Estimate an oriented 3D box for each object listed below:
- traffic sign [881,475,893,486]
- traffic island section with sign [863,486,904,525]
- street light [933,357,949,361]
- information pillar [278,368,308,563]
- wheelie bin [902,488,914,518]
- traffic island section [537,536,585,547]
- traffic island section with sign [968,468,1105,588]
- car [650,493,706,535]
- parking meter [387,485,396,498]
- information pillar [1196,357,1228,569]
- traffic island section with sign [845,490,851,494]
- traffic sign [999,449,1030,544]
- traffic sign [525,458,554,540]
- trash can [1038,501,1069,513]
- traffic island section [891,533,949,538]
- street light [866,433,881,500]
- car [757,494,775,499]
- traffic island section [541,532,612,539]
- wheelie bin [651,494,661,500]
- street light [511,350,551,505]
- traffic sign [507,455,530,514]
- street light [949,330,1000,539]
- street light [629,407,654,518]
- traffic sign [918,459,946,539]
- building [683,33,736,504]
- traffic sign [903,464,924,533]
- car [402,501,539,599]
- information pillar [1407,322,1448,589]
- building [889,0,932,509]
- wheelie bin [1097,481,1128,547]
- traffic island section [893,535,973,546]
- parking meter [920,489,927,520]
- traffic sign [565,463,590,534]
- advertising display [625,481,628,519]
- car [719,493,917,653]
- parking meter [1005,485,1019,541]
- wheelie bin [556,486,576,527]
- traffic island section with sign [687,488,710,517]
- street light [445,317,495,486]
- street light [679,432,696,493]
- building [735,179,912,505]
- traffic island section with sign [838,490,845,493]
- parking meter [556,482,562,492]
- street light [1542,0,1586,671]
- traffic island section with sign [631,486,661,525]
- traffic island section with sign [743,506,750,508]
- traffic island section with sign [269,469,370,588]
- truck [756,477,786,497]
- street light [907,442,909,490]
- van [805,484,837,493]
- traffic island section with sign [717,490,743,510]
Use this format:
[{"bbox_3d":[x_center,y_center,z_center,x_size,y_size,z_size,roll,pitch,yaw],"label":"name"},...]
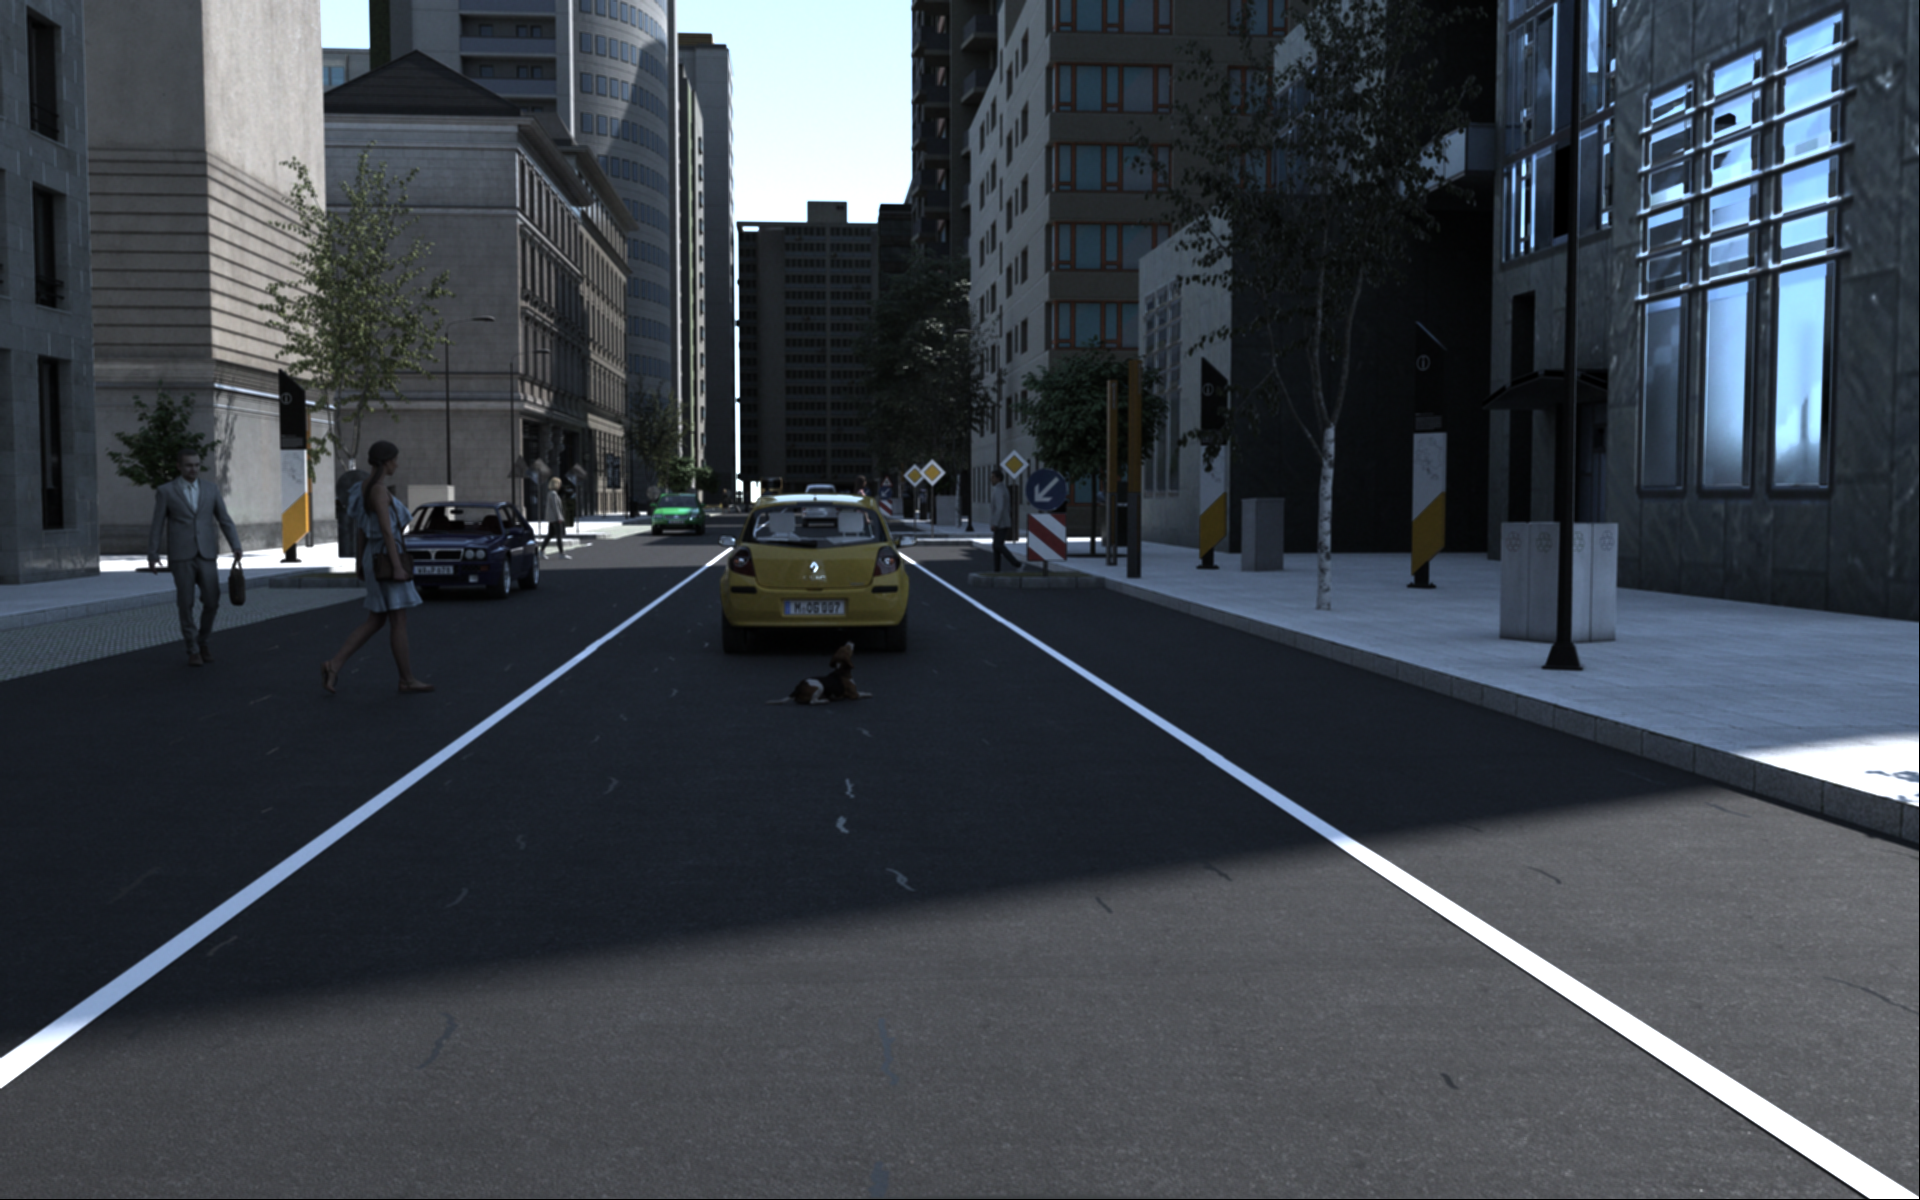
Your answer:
[{"bbox_3d":[-5.003,-7.250,118.536,0.884,2.594,0.081,0,4,-1],"label":"traffic sign"},{"bbox_3d":[-3.681,-4.497,82.148,1.989,1.847,2.006,0,4,-5],"label":"traffic island section with sign"},{"bbox_3d":[-0.205,-5.285,58.945,1.470,5.913,1.316,0,4,-5],"label":"street light"},{"bbox_3d":[-12.449,-2.506,32.331,0.504,3.616,0.183,0,4,5],"label":"information pillar"},{"bbox_3d":[-2.726,-5.158,92.235,0.693,1.594,0.980,0,4,8],"label":"wheelie bin"},{"bbox_3d":[-11.711,-1.584,48.183,2.009,0.180,2.903,0,4,-5],"label":"traffic island section"},{"bbox_3d":[1.155,-1.148,27.400,1.989,1.847,2.006,0,4,-5],"label":"traffic island section with sign"},{"bbox_3d":[-9.998,-3.227,61.564,1.959,1.807,4.718,0,4,-7],"label":"car"},{"bbox_3d":[-15.212,-2.307,46.128,0.372,1.533,0.369,0,3,0],"label":"parking meter"},{"bbox_3d":[4.308,-2.333,29.503,0.504,3.616,0.183,3,4,39],"label":"information pillar"},{"bbox_3d":[-6.068,-6.156,109.276,1.989,1.847,2.006,0,4,-5],"label":"traffic island section with sign"},{"bbox_3d":[1.391,-2.646,44.448,0.795,2.450,0.064,0,4,-1],"label":"traffic sign"},{"bbox_3d":[-11.688,-2.721,48.123,0.795,2.450,0.064,0,4,-5],"label":"traffic sign"},{"bbox_3d":[2.034,-1.621,38.153,0.748,1.137,0.748,0,3,0],"label":"trash can"},{"bbox_3d":[-1.464,-2.129,57.095,2.009,0.180,2.903,0,4,-5],"label":"traffic island section"},{"bbox_3d":[-6.600,-9.751,131.967,1.470,5.913,1.316,0,4,-5],"label":"street light"},{"bbox_3d":[-17.840,-9.316,161.359,2.155,1.783,4.494,0,4,-7],"label":"car"},{"bbox_3d":[-12.413,-2.071,56.137,2.009,0.180,2.903,0,4,-5],"label":"traffic island section"},{"bbox_3d":[-18.711,-6.048,106.789,0.693,1.594,0.980,0,4,6],"label":"wheelie bin"},{"bbox_3d":[-13.854,-5.090,55.766,1.470,5.913,1.316,0,4,-5],"label":"street light"},{"bbox_3d":[-14.495,-3.495,57.139,0.884,2.594,0.081,0,4,0],"label":"traffic sign"},{"bbox_3d":[0.550,-4.684,49.129,1.470,5.913,1.316,0,4,-5],"label":"street light"},{"bbox_3d":[-17.068,-7.361,92.889,1.470,5.913,1.316,0,4,-5],"label":"street light"},{"bbox_3d":[-0.784,-2.778,49.062,0.795,2.450,0.064,0,4,-5],"label":"traffic sign"},{"bbox_3d":[-43.433,-41.732,224.314,28.212,58.520,21.231,0,4,-5],"label":"building"},{"bbox_3d":[-1.487,-3.264,57.016,0.795,2.450,0.064,0,4,-5],"label":"traffic sign"},{"bbox_3d":[-7.148,-0.749,24.828,1.945,1.354,3.894,0,4,-5],"label":"car"},{"bbox_3d":[6.360,-1.966,23.497,0.183,3.616,0.504,-3,5,-40],"label":"information pillar"},{"bbox_3d":[4.265,-43.868,155.491,20.563,71.187,20.611,0,4,-5],"label":"building"},{"bbox_3d":[3.764,-2.110,42.404,0.980,1.594,0.693,-1,4,-13],"label":"wheelie bin"},{"bbox_3d":[-0.762,-1.643,49.141,2.009,0.180,2.903,0,4,-5],"label":"traffic island section"},{"bbox_3d":[-1.779,-4.634,84.185,0.372,1.533,0.369,0,3,0],"label":"parking meter"},{"bbox_3d":[-12.390,-3.207,56.077,0.795,2.450,0.064,0,4,-5],"label":"traffic sign"},{"bbox_3d":[-16.976,-5.074,88.168,0.123,1.923,0.974,-1,4,-11],"label":"advertising display"},{"bbox_3d":[-1.411,-0.422,17.120,2.015,1.641,3.980,0,4,-4],"label":"car"},{"bbox_3d":[1.419,-2.368,47.122,0.372,1.533,0.369,0,3,0],"label":"parking meter"},{"bbox_3d":[-15.225,-3.607,66.883,0.693,1.594,0.980,1,4,23],"label":"wheelie bin"},{"bbox_3d":[-16.725,-6.116,108.621,1.989,1.847,2.006,0,4,-5],"label":"traffic island section with sign"},{"bbox_3d":[-12.871,-4.458,45.423,1.470,5.913,1.316,0,4,-5],"label":"street light"},{"bbox_3d":[-20.345,-9.577,129.120,1.470,5.913,1.316,0,4,-5],"label":"street light"},{"bbox_3d":[-17.790,-33.056,232.347,23.993,40.220,32.217,0,4,-5],"label":"building"},{"bbox_3d":[-12.914,-10.900,186.843,1.989,1.847,2.006,0,4,-5],"label":"traffic island section with sign"},{"bbox_3d":[-16.591,-4.017,71.393,0.255,1.863,0.399,1,4,21],"label":"parking meter"},{"bbox_3d":[3.907,-2.446,12.535,1.470,5.913,1.316,0,4,-5],"label":"street light"},{"bbox_3d":[-14.282,-4.425,80.972,1.989,1.847,2.006,0,4,-5],"label":"traffic island section with sign"},{"bbox_3d":[-23.438,-10.769,184.701,1.989,1.847,2.006,0,4,-5],"label":"traffic island section with sign"},{"bbox_3d":[-9.534,-1.134,27.162,1.989,1.847,2.006,0,4,-5],"label":"traffic island section with sign"},{"bbox_3d":[-22.083,-12.669,203.070,3.469,3.379,9.791,0,4,-5],"label":"truck"},{"bbox_3d":[-3.391,-7.509,95.314,1.470,5.913,1.316,0,4,-5],"label":"street light"},{"bbox_3d":[-6.108,-4.227,76.126,2.013,2.044,4.112,0,4,-4],"label":"van"},{"bbox_3d":[-21.063,-9.127,157.850,1.989,1.847,2.006,0,4,-5],"label":"traffic island section with sign"}]
